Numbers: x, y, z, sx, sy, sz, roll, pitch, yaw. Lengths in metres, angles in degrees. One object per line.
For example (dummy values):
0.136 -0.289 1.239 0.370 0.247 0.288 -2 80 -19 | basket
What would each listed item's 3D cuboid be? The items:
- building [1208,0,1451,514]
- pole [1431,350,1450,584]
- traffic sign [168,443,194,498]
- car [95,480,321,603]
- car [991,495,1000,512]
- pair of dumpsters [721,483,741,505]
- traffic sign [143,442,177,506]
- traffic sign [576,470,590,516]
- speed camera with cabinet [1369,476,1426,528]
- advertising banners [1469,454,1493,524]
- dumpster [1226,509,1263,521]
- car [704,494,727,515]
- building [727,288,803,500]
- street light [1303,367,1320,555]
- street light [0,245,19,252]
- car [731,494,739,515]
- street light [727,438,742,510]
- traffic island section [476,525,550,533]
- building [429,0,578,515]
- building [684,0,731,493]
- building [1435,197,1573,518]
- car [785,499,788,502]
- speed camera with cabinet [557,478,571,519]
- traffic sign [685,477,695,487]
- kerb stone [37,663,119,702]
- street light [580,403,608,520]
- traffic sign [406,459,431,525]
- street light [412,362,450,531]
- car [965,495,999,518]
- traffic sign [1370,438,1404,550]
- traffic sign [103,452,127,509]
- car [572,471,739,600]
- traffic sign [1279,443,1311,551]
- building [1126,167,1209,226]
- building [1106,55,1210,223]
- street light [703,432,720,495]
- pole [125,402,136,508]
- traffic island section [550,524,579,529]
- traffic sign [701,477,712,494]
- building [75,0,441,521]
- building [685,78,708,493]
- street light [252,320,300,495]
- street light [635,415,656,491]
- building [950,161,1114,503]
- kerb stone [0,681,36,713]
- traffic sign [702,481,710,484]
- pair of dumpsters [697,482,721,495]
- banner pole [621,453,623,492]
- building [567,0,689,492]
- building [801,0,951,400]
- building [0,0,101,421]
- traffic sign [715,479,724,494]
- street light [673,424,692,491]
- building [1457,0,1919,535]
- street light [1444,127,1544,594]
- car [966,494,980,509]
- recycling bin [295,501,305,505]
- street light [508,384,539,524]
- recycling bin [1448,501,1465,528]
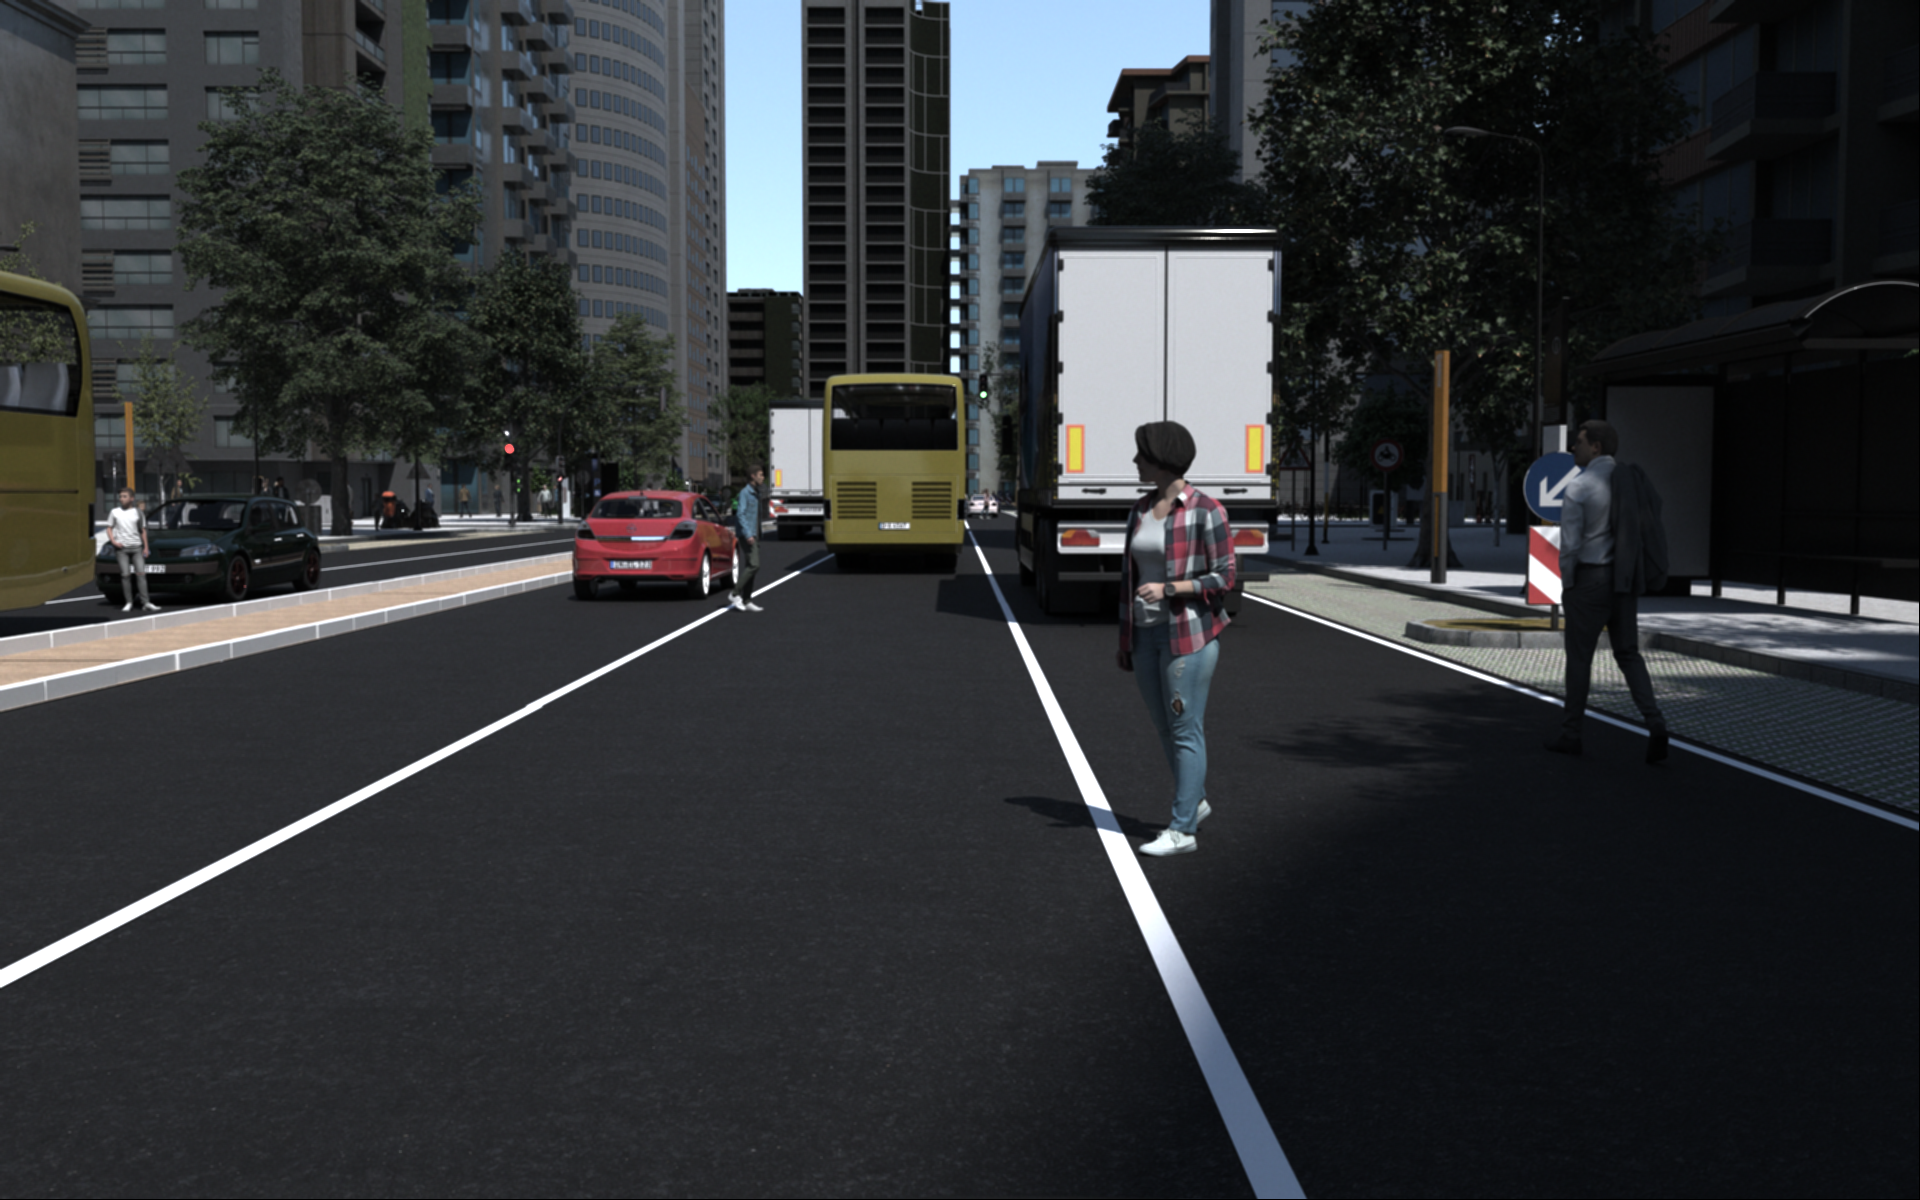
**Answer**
28.773 -35.717 125.976 21.231 58.520 28.212 0 4 0 | building
6.856 -1.889 24.721 0.158 3.312 0.155 0 3 0 | pole
-19.946 -2.695 44.066 0.884 2.594 0.081 0 3 0 | traffic sign
-10.352 -0.873 24.059 2.009 1.686 4.222 0 4 0 | car
2.284 -7.698 138.442 1.945 1.354 3.894 0 4 -2 | car
-19.430 -8.835 146.948 1.574 2.255 4.437 0 4 0 | pair of dumpsters
-20.120 -2.663 43.540 0.884 2.594 0.081 0 4 5 | traffic sign
-20.234 -5.674 92.878 0.768 2.556 0.104 0 4 7 | traffic sign
16.518 -4.340 65.300 2.038 3.252 0.660 1 4 22 | speed camera with cabinet
22.454 -4.807 74.780 0.090 3.025 2.074 -1 4 -11 | advertising banners
7.380 -2.466 46.071 1.264 1.857 1.865 0 3 0 | dumpster
-17.002 -6.653 118.565 2.009 1.686 4.222 0 4 0 | car
-29.061 -29.042 246.542 14.107 30.474 14.160 0 4 0 | building
6.846 -3.894 36.206 1.470 5.913 1.316 0 4 0 | street light
-18.229 -3.662 32.407 1.470 5.913 1.316 0 4 0 | street light
-14.524 -6.671 117.866 1.959 1.807 4.718 0 4 -2 | car
-18.716 -10.453 143.442 1.470 5.913 1.316 0 4 0 | street light
-16.913 -2.638 65.409 2.009 0.180 2.903 0 4 0 | traffic island section
-38.745 -30.405 116.725 23.786 49.044 30.456 0 4 0 | building
-38.973 -46.870 204.568 20.611 71.187 20.563 0 4 0 | building
43.899 -15.253 94.432 28.899 21.520 27.650 0 4 0 | building
-13.970 -8.355 146.384 2.009 1.686 4.222 0 4 1 | car
-20.884 -5.930 91.284 0.660 3.252 2.038 -1 4 -16 | speed camera with cabinet
-19.925 -7.832 127.783 0.795 2.593 0.064 1 4 9 | traffic sign
-6.357 0.597 12.430 0.120 0.150 1.000 0 4 0 | kerb stone
-18.398 -7.008 87.118 1.470 5.913 1.316 0 4 0 | street light
-19.373 -3.790 61.971 0.884 2.594 0.081 0 4 1 | traffic sign
-18.351 -5.359 60.167 1.470 5.913 1.316 0 4 0 | street light
1.375 -5.769 106.685 2.083 1.381 4.827 0 4 0 | car
9.695 -2.405 39.433 0.768 2.556 0.104 0 4 5 | traffic sign
-20.609 -2.454 42.256 0.606 2.300 0.079 0 4 8 | traffic sign
-4.304 -0.976 25.000 2.155 1.783 4.494 0 4 1 | car
7.480 -2.375 38.839 0.884 2.594 0.081 0 4 2 | traffic sign
21.692 -23.492 155.795 14.160 30.474 14.107 0 4 0 | building
26.522 -31.989 177.638 22.147 44.769 28.867 0 4 0 | building
-18.619 -9.605 129.579 1.470 5.913 1.316 0 4 0 | street light
-18.416 -2.729 38.460 0.158 3.312 0.155 0 3 0 | pole
-16.949 -3.126 73.394 2.009 0.180 2.903 0 4 0 | traffic island section
-19.448 -8.124 132.837 0.884 2.594 0.081 0 4 4 | traffic sign
-35.402 -24.659 86.763 14.154 41.232 14.086 0 4 0 | building
-34.684 -32.595 183.032 14.600 45.320 14.200 0 4 0 | building
-18.270 -4.509 46.270 1.470 5.913 1.316 0 4 0 | street light
-18.465 -7.885 101.463 1.470 5.913 1.316 0 4 0 | street light
13.858 -38.648 251.509 30.456 49.044 23.786 0 4 0 | building
-6.350 0.663 11.407 0.120 0.150 1.000 0 4 0 | kerb stone
-21.680 -9.044 147.974 0.768 2.556 0.104 0 4 1 | traffic sign
-20.701 -8.446 140.588 1.574 2.255 4.437 0 3 0 | pair of dumpsters
-18.829 -6.520 96.621 0.401 3.779 0.863 -1 4 -11 | banner pole
-38.177 -37.887 161.447 21.231 58.520 28.212 0 4 0 | building
-11.669 -49.606 249.315 20.611 71.187 20.563 0 4 0 | building
-44.385 -14.066 49.059 34.723 24.649 14.460 0 4 0 | building
-19.910 -8.749 143.150 0.768 2.556 0.104 0 4 2 | traffic sign
-18.547 -8.733 115.326 1.470 5.913 1.316 0 4 0 | street light
27.321 -23.701 42.140 22.147 44.769 28.867 0 4 0 | building
6.824 -3.031 22.101 1.470 5.913 1.316 0 4 0 | street light
1.358 -9.757 171.327 2.131 1.459 4.920 0 4 1 | car
-25.170 -3.221 65.225 0.722 1.027 0.722 3 4 36 | recycling bin
-18.428 -6.153 73.144 1.470 5.913 1.316 0 4 0 | street light
18.803 -3.276 66.125 0.722 1.027 0.722 0 4 -5 | recycling bin
